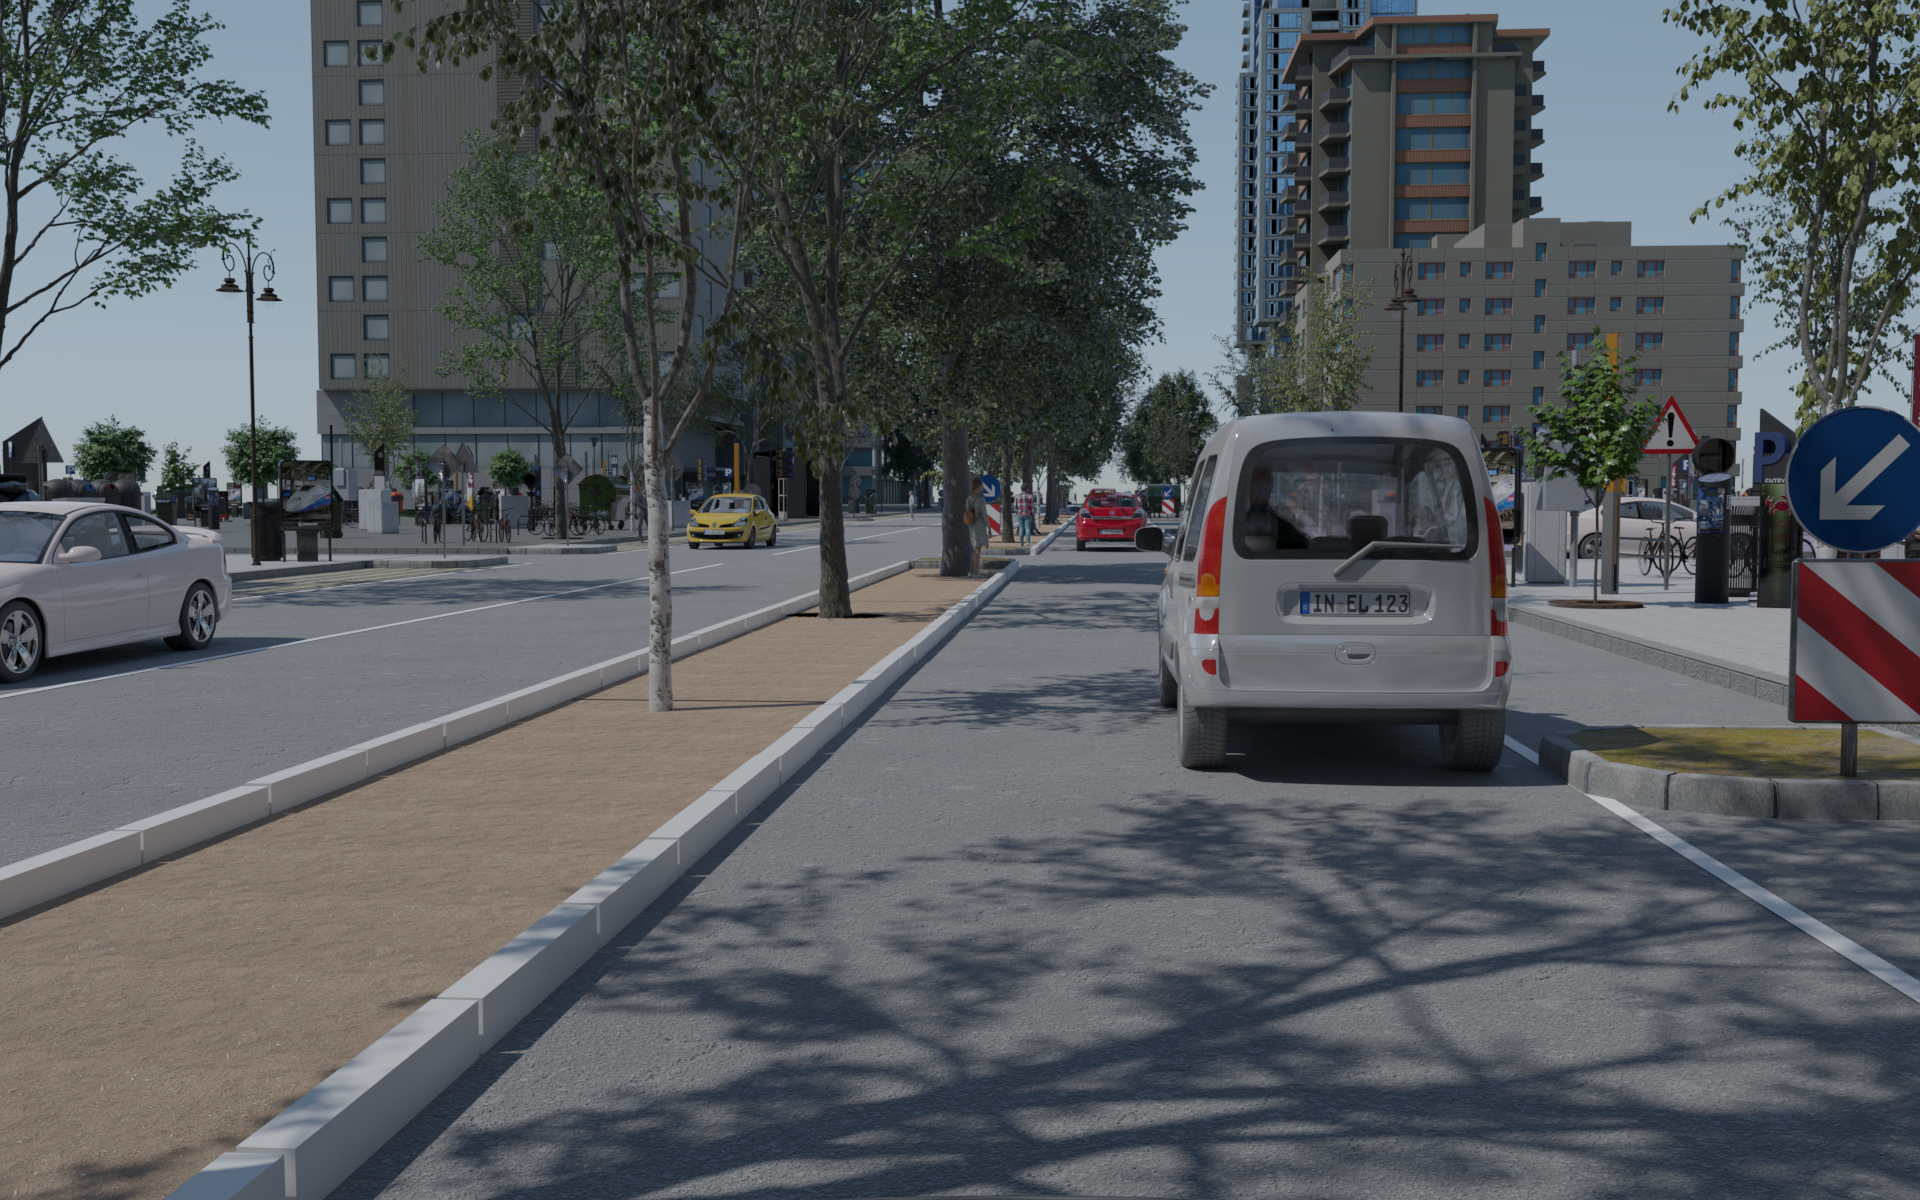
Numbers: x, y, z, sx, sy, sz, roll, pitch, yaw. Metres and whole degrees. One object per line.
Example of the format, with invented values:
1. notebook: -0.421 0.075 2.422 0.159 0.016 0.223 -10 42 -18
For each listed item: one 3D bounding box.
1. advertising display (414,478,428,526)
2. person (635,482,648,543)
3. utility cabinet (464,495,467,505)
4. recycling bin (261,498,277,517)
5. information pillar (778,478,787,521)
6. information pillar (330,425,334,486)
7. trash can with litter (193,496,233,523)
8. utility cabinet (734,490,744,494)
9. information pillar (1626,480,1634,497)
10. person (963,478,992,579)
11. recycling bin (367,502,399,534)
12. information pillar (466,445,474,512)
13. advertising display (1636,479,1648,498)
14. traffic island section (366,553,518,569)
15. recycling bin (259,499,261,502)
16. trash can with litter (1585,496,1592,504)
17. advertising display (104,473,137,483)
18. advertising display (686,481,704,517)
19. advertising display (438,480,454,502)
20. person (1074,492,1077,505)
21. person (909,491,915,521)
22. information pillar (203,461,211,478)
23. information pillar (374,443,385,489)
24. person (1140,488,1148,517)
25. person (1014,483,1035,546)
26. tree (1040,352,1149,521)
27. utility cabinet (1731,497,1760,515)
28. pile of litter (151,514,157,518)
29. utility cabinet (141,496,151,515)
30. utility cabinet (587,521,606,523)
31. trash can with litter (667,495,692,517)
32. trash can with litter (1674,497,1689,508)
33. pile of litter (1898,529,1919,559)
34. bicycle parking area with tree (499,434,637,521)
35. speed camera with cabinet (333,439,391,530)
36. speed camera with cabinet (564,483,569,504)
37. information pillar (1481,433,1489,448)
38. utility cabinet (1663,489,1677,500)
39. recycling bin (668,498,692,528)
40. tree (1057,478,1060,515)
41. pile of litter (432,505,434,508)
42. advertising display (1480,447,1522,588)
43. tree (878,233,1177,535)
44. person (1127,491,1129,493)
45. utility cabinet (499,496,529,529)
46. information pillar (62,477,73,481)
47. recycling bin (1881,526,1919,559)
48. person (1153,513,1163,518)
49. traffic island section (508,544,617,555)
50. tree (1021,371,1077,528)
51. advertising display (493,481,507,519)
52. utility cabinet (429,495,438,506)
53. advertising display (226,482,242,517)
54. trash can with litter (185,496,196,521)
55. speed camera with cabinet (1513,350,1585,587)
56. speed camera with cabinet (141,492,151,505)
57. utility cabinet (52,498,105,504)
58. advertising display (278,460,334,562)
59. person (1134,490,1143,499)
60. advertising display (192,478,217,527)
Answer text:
1. advertising display: -21.369 -3.882 68.680 0.123 1.923 0.974 -3 5 -41
2. person: -9.233 -2.579 50.933 0.573 1.790 0.520 1 4 13
3. utility cabinet: -32.461 -6.313 114.372 0.306 1.237 1.020 1 4 10
4. recycling bin: -40.924 -5.539 103.121 0.722 1.027 0.722 2 4 33
5. information pillar: -8.315 -4.699 81.319 0.304 2.012 0.304 2 4 26
6. information pillar: -21.241 -4.113 58.604 0.183 3.616 0.504 -1 4 -19
7. trash can with litter: -34.108 -4.154 78.973 1.678 1.210 2.233 2 4 31
8. utility cabinet: -12.692 -5.644 100.951 0.318 1.500 1.173 2 4 34
9. information pillar: 35.873 -5.401 92.801 0.304 2.012 0.304 0 4 3
10. person: 0.283 -1.200 29.120 0.522 1.701 0.512 -3 5 -44
11. recycling bin: -18.664 -2.658 56.020 0.722 1.027 0.722 2 4 30
12. information pillar: -23.435 -5.594 82.823 0.183 3.616 0.504 -3 5 -42
13. advertising display: 28.827 -4.159 73.208 0.123 1.923 0.974 0 4 1
14. traffic island section: -10.290 -0.749 34.521 2.009 0.180 2.903 0 4 5
15. recycling bin: -48.113 -6.546 119.580 0.722 1.027 0.722 -2 4 -35
16. trash can with litter: 29.147 -4.450 83.809 2.233 1.210 1.678 -1 4 -16
17. advertising display: -25.444 -2.894 52.530 0.123 1.923 0.974 2 4 34
18. advertising display: -13.452 -5.063 87.998 0.974 1.923 0.123 -3 4 -37
19. advertising display: -23.598 -4.545 79.528 0.123 1.923 0.974 1 4 22
20. person: 14.712 -12.825 219.655 0.593 1.643 0.415 1 4 21
21. person: -2.618 -5.100 93.692 0.330 1.601 0.589 0 4 1
22. information pillar: -52.121 -7.865 119.949 0.504 3.616 0.183 -1 4 -10
23. information pillar: -26.618 -5.391 79.499 0.504 3.616 0.183 1 4 10
24. person: 11.755 -6.238 110.401 0.836 1.842 0.656 2 4 25
25. person: 1.703 -2.237 45.909 0.563 1.720 0.643 1 4 15
26. tree: 4.888 -11.014 92.901 12.009 13.543 11.850 0 3 0
27. utility cabinet: 19.131 -1.917 42.510 1.020 1.237 0.306 3 4 38
28. pile of litter: -46.996 -5.231 99.497 1.176 0.858 1.719 3 4 38
29. utility cabinet: -31.670 -3.398 66.727 1.020 1.237 0.306 1 4 20
30. utility cabinet: -16.287 -4.043 77.273 1.020 1.237 0.306 2 4 30
31. trash can with litter: -15.327 -5.229 96.557 2.233 1.210 1.678 3 5 44
32. trash can with litter: 38.723 -5.067 93.905 1.678 1.210 2.233 -3 5 -39
33. pile of litter: 11.909 -0.463 21.529 1.719 0.858 1.176 3 5 41
34. bicycle parking area with tree: -18.844 -6.016 85.359 9.016 4.147 8.231 1 4 23
35. speed camera with cabinet: -21.330 -4.124 61.766 2.038 3.252 0.660 1 4 16
36. speed camera with cabinet: -23.036 -6.478 100.249 0.660 3.252 2.038 -1 4 -19
37. information pillar: 20.032 -4.578 66.210 0.183 3.616 0.504 -1 4 -14
38. utility cabinet: 29.541 -3.866 71.895 1.173 1.500 0.318 -3 4 -38
39. recycling bin: -10.720 -3.271 66.038 0.722 1.027 0.722 -2 4 -29
40. tree: 6.327 -10.782 113.158 8.767 10.594 7.601 0 4 5
41. pile of litter: -23.585 -3.923 78.114 1.719 0.858 1.176 0 4 3
42. advertising display: 7.350 -1.154 24.086 0.123 1.923 0.974 -3 4 -37
43. tree: 2.355 -8.604 60.132 9.611 12.733 9.660 0 3 0
44. person: 10.956 -6.288 113.117 0.589 1.601 0.330 -3 4 -36
45. utility cabinet: -16.440 -3.223 63.851 1.020 1.237 0.306 -2 4 -31
46. information pillar: -38.739 -4.329 75.263 0.304 2.012 0.304 1 4 18
47. recycling bin: 13.449 -0.757 24.933 0.722 1.027 0.722 1 4 20
48. person: 11.910 -5.937 104.938 0.474 1.900 0.648 -3 5 -45
49. traffic island section: -9.636 -1.235 42.479 2.009 0.180 2.903 0 4 5
50. tree: 3.343 -7.363 73.209 4.360 8.622 3.978 0 3 0
51. advertising display: -23.637 -5.122 88.961 0.974 1.923 0.123 3 4 37
52. utility cabinet: -26.128 -4.627 86.816 1.020 1.237 0.306 -2 4 -33
53. advertising display: -39.876 -5.504 95.200 0.974 1.923 0.123 1 4 20
54. trash can with litter: -37.275 -4.447 84.097 0.624 1.170 1.055 -2 4 -28
55. speed camera with cabinet: 8.363 -1.852 24.609 0.660 3.252 2.038 0 4 7
56. speed camera with cabinet: -56.814 -7.632 119.113 0.660 3.252 2.038 3 5 43
57. utility cabinet: -14.979 -1.119 29.464 0.306 1.237 1.020 0 4 7
58. advertising display: -12.390 -1.690 32.845 0.974 1.923 0.123 -3 4 -37
59. person: 12.257 -6.837 121.005 1.217 1.743 0.721 0 4 -2
60. advertising display: -29.579 -3.831 67.853 0.123 1.923 0.974 3 4 39
